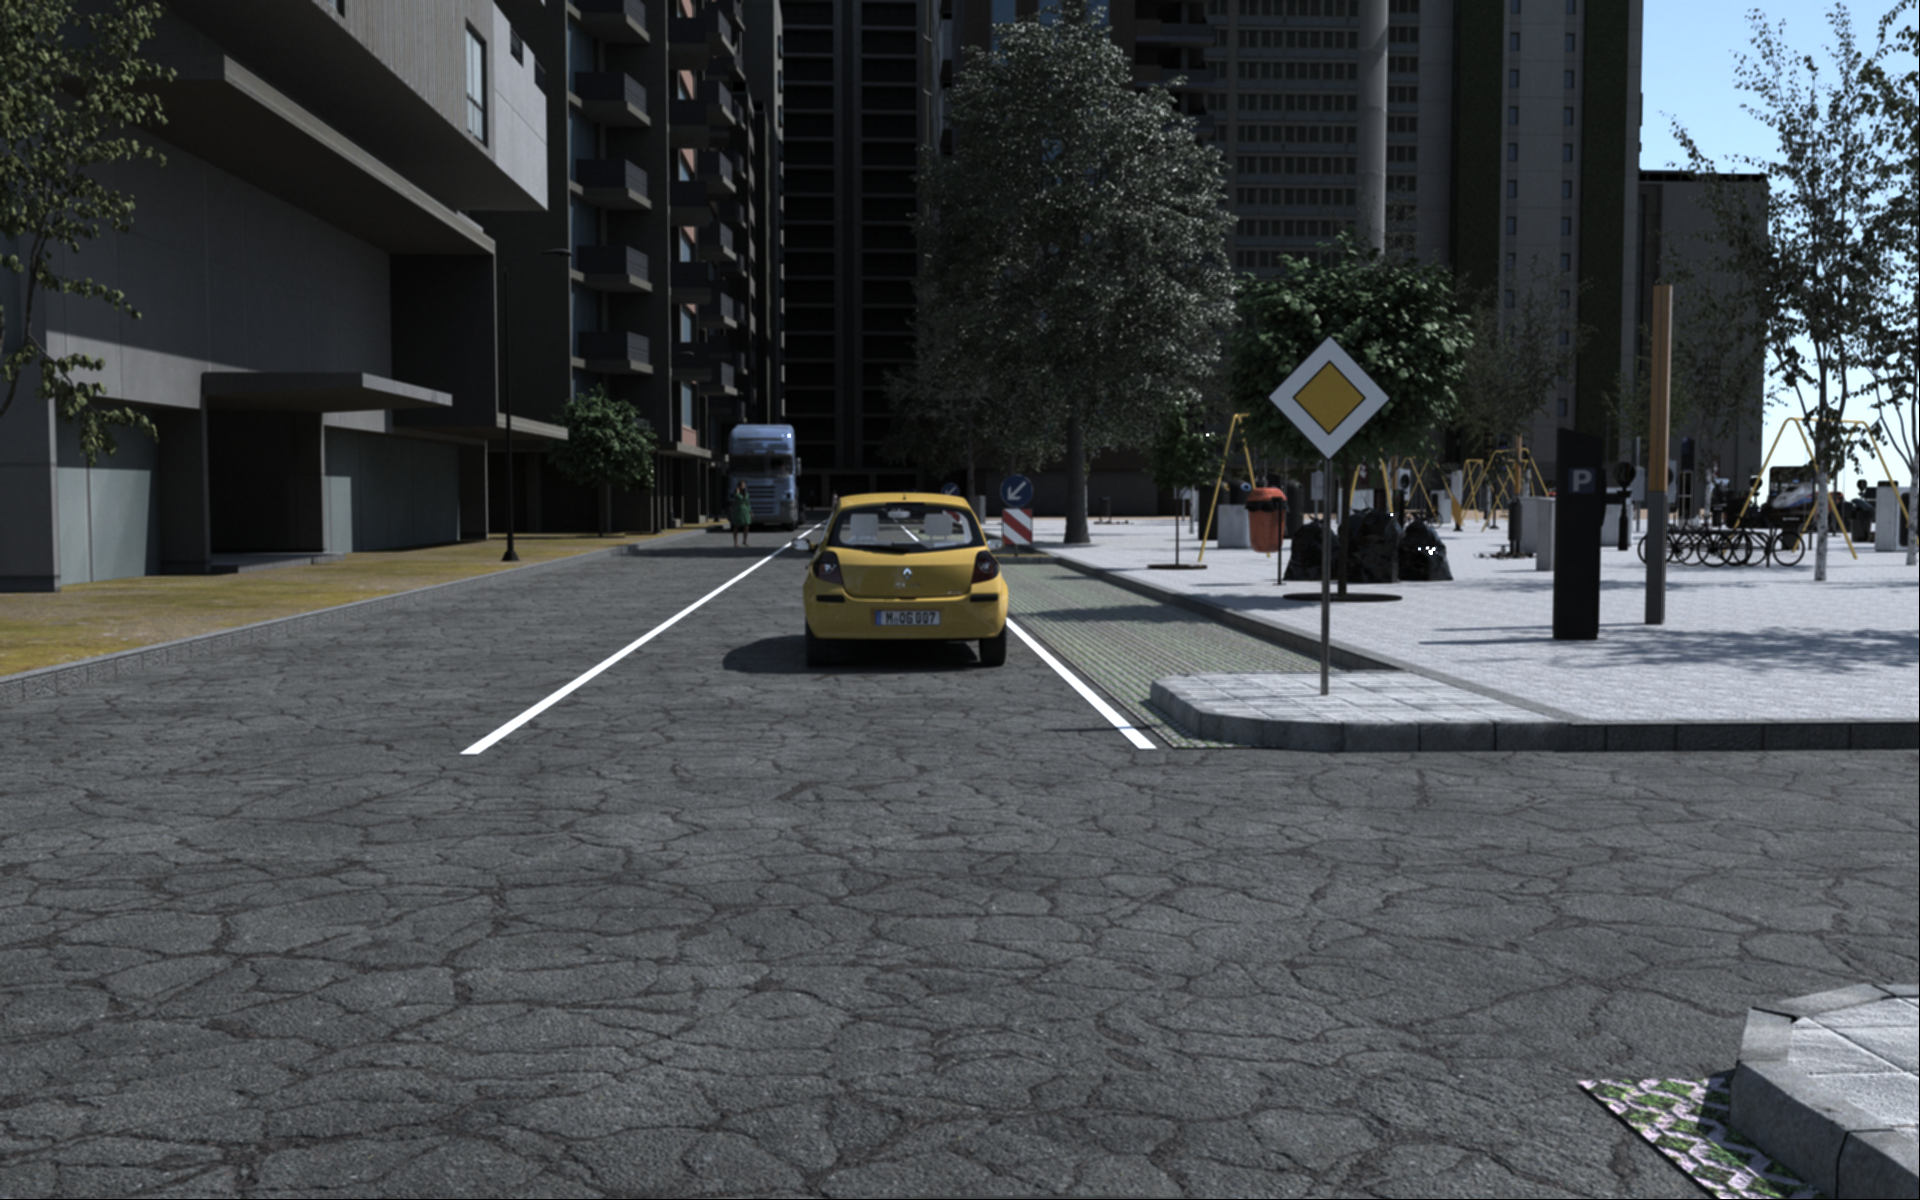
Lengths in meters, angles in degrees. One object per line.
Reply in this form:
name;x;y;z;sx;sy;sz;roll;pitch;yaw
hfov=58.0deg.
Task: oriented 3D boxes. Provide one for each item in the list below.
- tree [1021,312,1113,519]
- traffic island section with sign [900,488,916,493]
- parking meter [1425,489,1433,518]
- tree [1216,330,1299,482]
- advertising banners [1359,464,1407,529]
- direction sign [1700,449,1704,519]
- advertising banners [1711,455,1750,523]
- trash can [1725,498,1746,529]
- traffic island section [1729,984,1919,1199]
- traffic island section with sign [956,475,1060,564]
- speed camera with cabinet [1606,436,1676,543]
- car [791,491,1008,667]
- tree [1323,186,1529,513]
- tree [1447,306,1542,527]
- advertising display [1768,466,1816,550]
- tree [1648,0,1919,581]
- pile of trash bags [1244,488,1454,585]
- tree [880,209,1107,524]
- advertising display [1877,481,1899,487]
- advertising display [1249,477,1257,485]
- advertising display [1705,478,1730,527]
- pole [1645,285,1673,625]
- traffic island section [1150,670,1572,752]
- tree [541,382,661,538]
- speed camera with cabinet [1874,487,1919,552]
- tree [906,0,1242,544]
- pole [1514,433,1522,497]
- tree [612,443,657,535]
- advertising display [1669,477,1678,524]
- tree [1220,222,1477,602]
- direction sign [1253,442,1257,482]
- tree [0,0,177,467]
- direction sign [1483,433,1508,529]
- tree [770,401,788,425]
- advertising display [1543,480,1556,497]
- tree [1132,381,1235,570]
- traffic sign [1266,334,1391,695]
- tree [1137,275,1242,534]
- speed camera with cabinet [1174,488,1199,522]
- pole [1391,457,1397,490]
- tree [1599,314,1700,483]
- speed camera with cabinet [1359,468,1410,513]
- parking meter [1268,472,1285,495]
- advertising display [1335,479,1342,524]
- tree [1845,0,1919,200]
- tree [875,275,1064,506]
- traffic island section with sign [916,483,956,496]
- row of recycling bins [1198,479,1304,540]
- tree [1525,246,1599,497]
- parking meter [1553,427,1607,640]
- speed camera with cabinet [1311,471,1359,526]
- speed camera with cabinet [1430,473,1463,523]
tree;4.350;-6.911;63.359;4.737;8.622;4.395;0;3;0
traffic island section with sign;-4.630;-8.032;139.947;1.989;1.847;2.006;0;4;-3
parking meter;23.359;-4.760;86.230;0.372;1.533;0.369;0;3;0
tree;12.802;-7.565;74.049;4.737;8.622;4.395;0;3;0
advertising banners;12.201;-3.305;50.227;0.090;3.025;2.074;-2;4;-29
direction sign;37.467;-5.854;87.717;0.379;3.537;0.876;0;4;5
advertising banners;34.153;-4.935;76.876;0.090;3.025;2.074;-2;4;-29
trash can;28.588;-3.194;63.871;0.748;1.137;0.748;0;3;0
traffic island section;2.780;1.173;3.101;2.009;0.180;2.903;0;4;-3
traffic island section with sign;1.006;-1.671;35.949;1.989;1.847;2.006;0;4;-3
speed camera with cabinet;17.642;-3.120;45.354;2.038;3.252;0.660;1;4;21
car;-0.550;-0.345;15.861;2.015;1.641;3.980;0;4;-4
tree;10.450;-5.568;41.392;4.360;8.622;3.978;0;3;0
tree;20.517;-7.134;67.009;4.737;8.622;4.395;0;3;0
advertising display;19.176;-2.124;39.937;0.974;1.923;0.123;3;5;40
tree;12.506;-4.589;25.395;4.360;8.622;3.978;0;3;0
pile of trash bags;5.532;-0.960;25.442;3.447;1.369;1.912;-2;4;-35
tree;2.210;-9.972;73.411;12.009;13.543;11.850;0;3;0
advertising display;45.057;-4.827;84.142;0.123;1.923;0.974;-2;4;-32
advertising display;10.911;-3.628;64.527;0.123;1.923;0.974;1;4;19
advertising display;29.478;-3.804;67.413;0.974;1.923;0.123;0;4;-7
pole;6.871;-1.418;17.027;0.158;3.312;0.155;0;3;0
traffic island section;2.348;0.685;11.074;2.009;0.180;2.903;0;4;-3
tree;-10.537;-4.105;50.826;4.285;4.588;4.351;0;3;0
speed camera with cabinet;21.477;-2.710;38.650;2.038;3.252;0.660;-1;4;-18
tree;3.075;-8.443;44.693;9.857;13.997;8.962;0;3;0
pole;18.639;-3.917;57.892;0.158;3.312;0.155;0;3;0
tree;-10.098;-3.694;54.994;1.663;3.219;1.824;0;3;0
advertising display;25.881;-3.580;63.753;0.974;1.923;0.123;0;4;8
tree;4.644;-2.284;21.056;4.285;4.588;4.351;0;3;0
direction sign;10.399;-4.228;61.128;0.379;3.537;0.876;1;4;17
tree;-8.633;-3.946;14.884;4.737;8.622;4.395;0;3;0
direction sign;19.745;-4.399;63.913;0.876;3.537;0.379;0;3;0
tree;-15.270;-11.194;133.379;4.360;8.622;3.978;0;3;0
advertising display;28.104;-4.700;82.060;0.974;1.923;0.123;0;4;3
tree;3.741;-2.145;29.665;1.663;3.219;1.824;0;3;0
traffic sign;2.325;-0.450;10.996;0.795;2.450;0.064;0;4;-3
tree;7.379;-6.443;55.713;4.360;8.622;3.978;0;3;0
speed camera with cabinet;10.830;-5.261;80.357;2.038;3.252;0.660;-3;4;-39
pole;13.091;-3.572;52.238;0.158;3.312;0.155;0;3;0
tree;28.787;-7.417;71.636;4.737;8.622;4.395;0;3;0
speed camera with cabinet;15.068;-4.082;61.077;2.038;3.252;0.660;-3;5;-41
parking meter;8.301;-2.433;45.491;0.399;1.863;0.255;2;4;34
advertising display;16.434;-4.232;74.406;0.123;1.923;0.974;3;5;43
tree;10.568;-3.993;15.641;4.737;8.622;4.395;0;3;0
tree;0.428;-10.412;87.247;9.611;12.733;9.660;0;3;0
traffic island section with sign;-0.490;-3.353;63.456;1.989;1.847;2.006;0;4;-3
row of recycling bins;8.216;-2.563;49.013;3.534;1.692;1.069;-2;4;-31
tree;16.648;-6.178;51.374;4.360;8.622;3.978;0;3;0
parking meter;5.464;-0.585;15.270;0.399;1.863;0.255;1;4;10
speed camera with cabinet;15.168;-4.601;69.554;2.038;3.252;0.660;1;4;17
speed camera with cabinet;21.363;-4.997;76.044;0.660;3.252;2.038;-1;4;-10
